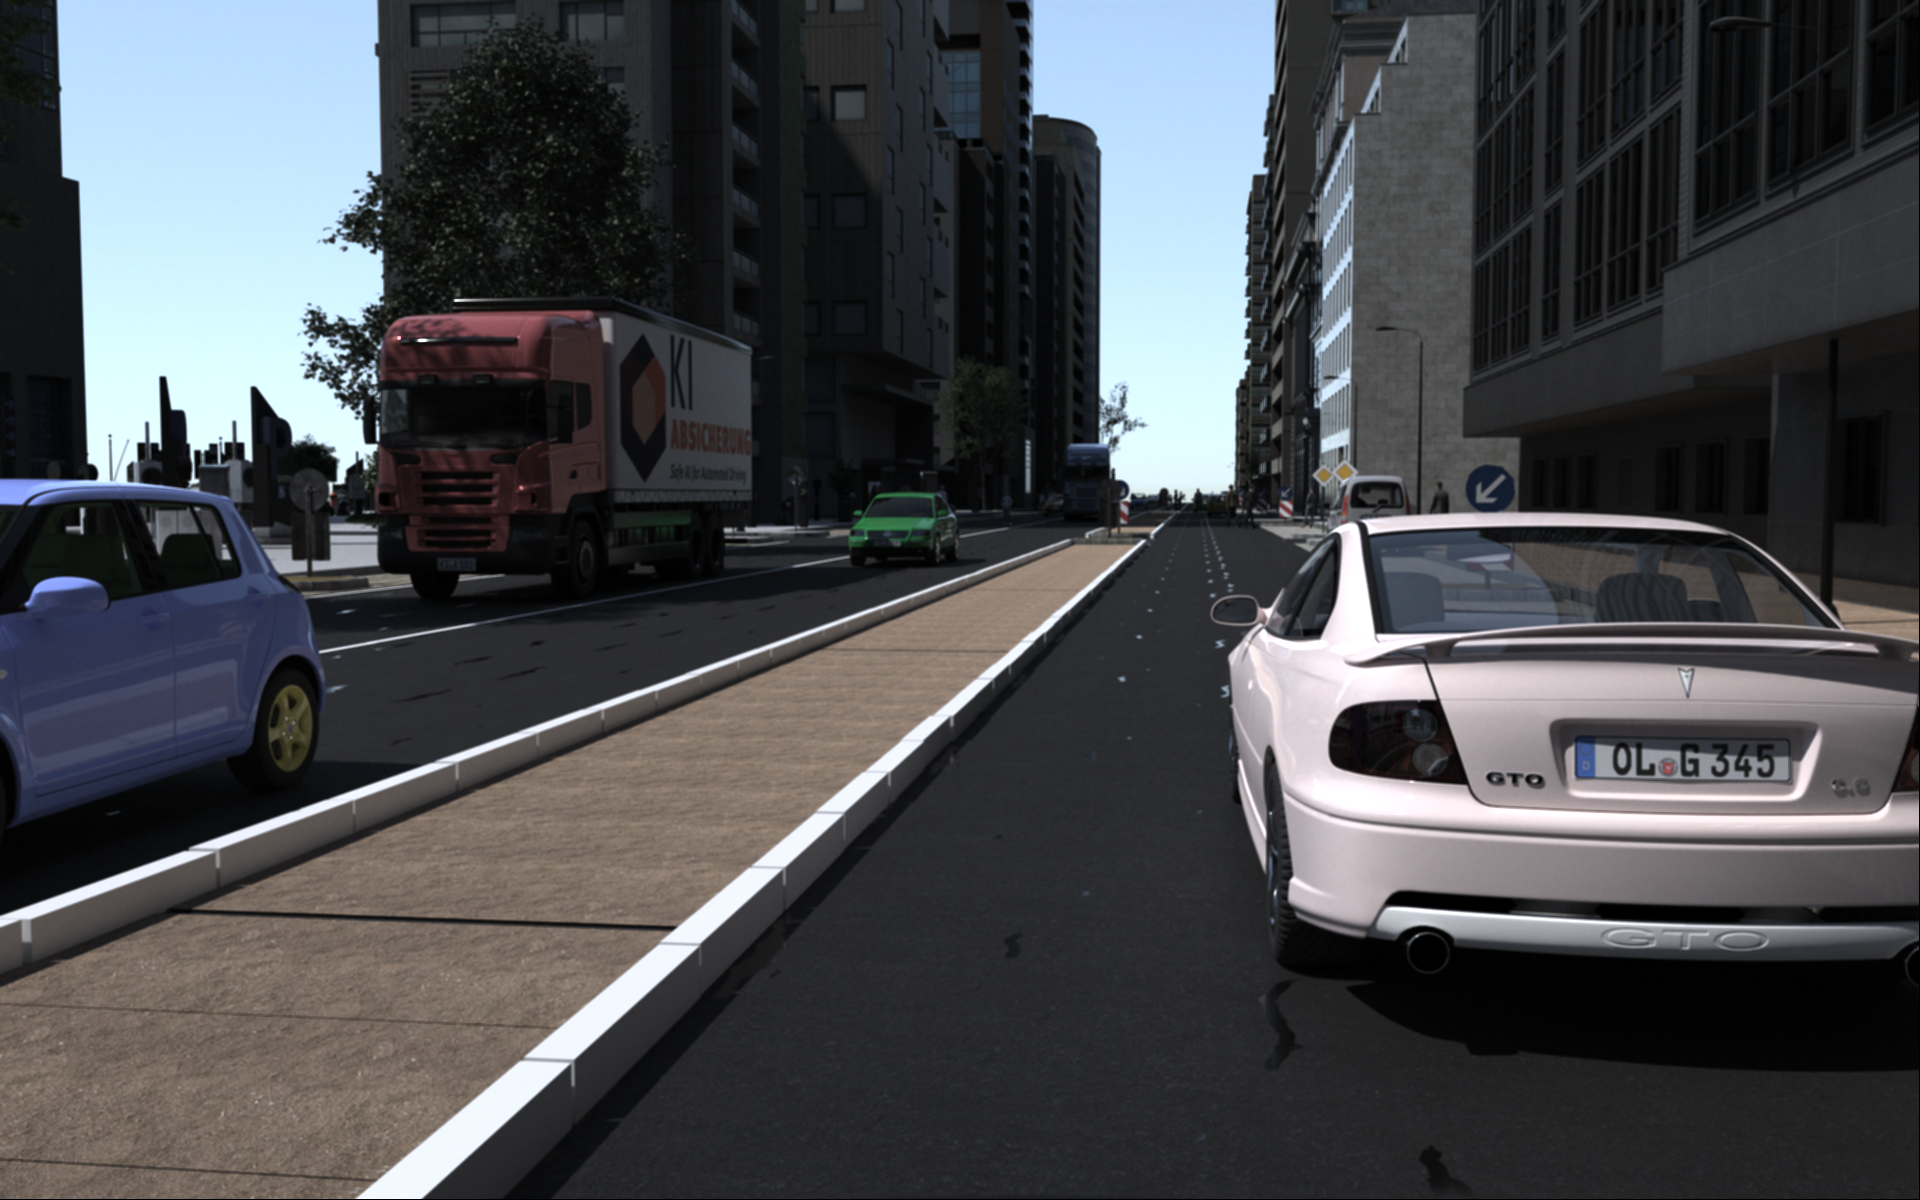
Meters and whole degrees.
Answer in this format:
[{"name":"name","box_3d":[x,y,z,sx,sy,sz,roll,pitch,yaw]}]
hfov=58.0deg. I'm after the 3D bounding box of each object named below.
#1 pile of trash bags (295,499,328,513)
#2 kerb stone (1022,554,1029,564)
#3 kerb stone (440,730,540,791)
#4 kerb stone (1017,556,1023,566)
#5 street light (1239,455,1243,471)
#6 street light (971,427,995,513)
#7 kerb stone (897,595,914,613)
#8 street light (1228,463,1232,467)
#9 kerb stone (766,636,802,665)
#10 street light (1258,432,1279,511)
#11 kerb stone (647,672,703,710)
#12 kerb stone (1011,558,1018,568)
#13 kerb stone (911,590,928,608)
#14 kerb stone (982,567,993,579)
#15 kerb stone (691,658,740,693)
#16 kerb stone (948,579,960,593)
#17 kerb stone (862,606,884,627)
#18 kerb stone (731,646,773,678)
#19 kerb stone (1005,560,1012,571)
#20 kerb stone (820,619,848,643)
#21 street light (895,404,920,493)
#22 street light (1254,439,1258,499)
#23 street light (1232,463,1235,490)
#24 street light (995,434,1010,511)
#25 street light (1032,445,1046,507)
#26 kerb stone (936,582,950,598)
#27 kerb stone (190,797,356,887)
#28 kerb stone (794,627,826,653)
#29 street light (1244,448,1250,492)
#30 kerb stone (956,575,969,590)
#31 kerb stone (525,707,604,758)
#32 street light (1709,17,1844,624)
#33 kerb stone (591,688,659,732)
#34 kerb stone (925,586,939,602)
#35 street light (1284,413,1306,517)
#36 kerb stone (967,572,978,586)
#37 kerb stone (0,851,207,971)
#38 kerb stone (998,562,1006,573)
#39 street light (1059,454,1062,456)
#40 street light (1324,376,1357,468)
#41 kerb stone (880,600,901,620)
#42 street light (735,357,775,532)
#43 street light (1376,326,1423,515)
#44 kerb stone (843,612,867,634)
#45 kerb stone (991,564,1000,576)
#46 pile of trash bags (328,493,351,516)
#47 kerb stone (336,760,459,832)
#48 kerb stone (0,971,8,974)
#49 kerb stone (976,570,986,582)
[{"name":"pile of trash bags","box_3d":[-34.748,-4.870,89.381,3.447,1.369,1.912,2,4,26]},{"name":"kerb stone","box_3d":[1.234,-0.797,35.228,0.120,0.150,1.000,0,4,8]},{"name":"kerb stone","box_3d":[-2.394,0.820,8.801,0.120,0.150,1.000,0,4,8]},{"name":"kerb stone","box_3d":[1.093,-0.735,34.206,0.120,0.150,1.000,0,4,8]},{"name":"street light","box_3d":[33.865,-14.301,206.357,1.470,5.913,1.316,0,4,8]},{"name":"street light","box_3d":[1.478,-9.039,120.333,1.470,5.913,1.316,0,4,8]},{"name":"kerb stone","box_3d":[-0.724,0.075,20.974,0.120,0.150,1.000,0,4,8]},{"name":"street light","box_3d":[40.873,-17.394,256.932,1.470,5.913,1.316,0,4,8]},{"name":"kerb stone","box_3d":[-1.554,0.447,14.884,0.120,0.150,1.000,0,4,8]},{"name":"street light","box_3d":[23.320,-9.617,129.785,1.470,5.913,1.316,0,4,8]},{"name":"kerb stone","box_3d":[-1.973,0.637,11.842,0.120,0.150,1.000,0,4,8]},{"name":"kerb stone","box_3d":[0.951,-0.673,33.193,0.120,0.150,1.000,0,4,8]},{"name":"kerb stone","box_3d":[-0.581,0.012,21.994,0.120,0.150,1.000,0,4,8]},{"name":"kerb stone","box_3d":[0.390,-0.423,29.111,0.120,0.150,1.000,0,4,8]},{"name":"kerb stone","box_3d":[-1.838,0.572,12.855,0.120,0.150,1.000,0,4,8]},{"name":"kerb stone","box_3d":[-0.165,-0.174,25.041,0.120,0.150,1.000,0,4,8]},{"name":"kerb stone","box_3d":[-1.004,0.199,18.945,0.120,0.150,1.000,0,4,8]},{"name":"kerb stone","box_3d":[-1.698,0.509,13.869,0.120,0.150,1.000,0,4,8]},{"name":"kerb stone","box_3d":[0.811,-0.610,32.169,0.120,0.150,1.000,0,4,8]},{"name":"kerb stone","box_3d":[-1.279,0.324,16.912,0.120,0.150,1.000,0,4,8]},{"name":"street light","box_3d":[-2.771,-7.154,89.515,1.470,5.913,1.316,0,4,8]},{"name":"street light","box_3d":[25.403,-10.531,144.716,1.470,5.913,1.316,0,4,8]},{"name":"street light","box_3d":[36.613,-15.509,226.115,1.470,5.913,1.316,0,4,8]},{"name":"street light","box_3d":[3.381,-9.915,134.655,1.470,5.913,1.316,0,4,8]},{"name":"street light","box_3d":[7.524,-11.801,165.487,1.470,5.913,1.316,0,4,8]},{"name":"kerb stone","box_3d":[-0.309,-0.112,24.029,0.120,0.150,1.000,0,4,8]},{"name":"kerb stone","box_3d":[-2.668,0.944,6.767,0.120,0.150,1.000,0,4,8]},{"name":"kerb stone","box_3d":[-1.418,0.385,15.897,0.120,0.150,1.000,0,4,8]},{"name":"street light","box_3d":[29.674,-12.415,175.531,1.470,5.913,1.316,0,4,8]},{"name":"kerb stone","box_3d":[-0.031,-0.236,26.059,0.120,0.150,1.000,0,4,8]},{"name":"kerb stone","box_3d":[-2.259,0.757,9.817,0.120,0.150,1.000,0,4,8]},{"name":"street light","box_3d":[8.004,-2.718,16.985,1.470,5.913,1.316,0,4,8]},{"name":"kerb stone","box_3d":[-2.114,0.695,10.829,0.120,0.150,1.000,0,4,8]},{"name":"kerb stone","box_3d":[-0.440,-0.050,23.015,0.120,0.150,1.000,0,4,8]},{"name":"street light","box_3d":[19.177,-7.732,98.953,1.470,5.913,1.316,0,4,8]},{"name":"kerb stone","box_3d":[0.116,-0.298,27.073,0.120,0.150,1.000,0,4,8]},{"name":"kerb stone","box_3d":[-2.807,1.012,5.754,0.120,0.150,1.000,0,4,8]},{"name":"kerb stone","box_3d":[0.670,-0.548,31.147,0.120,0.150,1.000,0,4,8]},{"name":"street light","box_3d":[11.780,-13.703,196.585,1.470,5.913,1.316,0,4,8]},{"name":"street light","box_3d":[14.995,-5.846,68.126,1.470,5.913,1.316,0,4,8]},{"name":"kerb stone","box_3d":[-0.856,0.137,19.960,0.120,0.150,1.000,0,4,8]},{"name":"street light","box_3d":[-6.932,-5.269,58.685,1.470,5.913,1.316,0,4,8]},{"name":"street light","box_3d":[12.188,-4.614,47.984,1.470,5.913,1.316,0,4,8]},{"name":"kerb stone","box_3d":[-1.138,0.261,17.931,0.120,0.150,1.000,0,4,8]},{"name":"kerb stone","box_3d":[0.529,-0.485,30.132,0.120,0.150,1.000,0,4,8]},{"name":"pile of trash bags","box_3d":[-36.985,-5.656,102.231,1.912,1.369,3.447,-1,4,-20]},{"name":"kerb stone","box_3d":[-2.534,0.884,7.780,0.120,0.150,1.000,0,4,8]},{"name":"kerb stone","box_3d":[-2.955,1.068,4.736,0.120,0.150,1.000,0,4,8]},{"name":"kerb stone","box_3d":[0.253,-0.352,28.087,0.120,0.150,1.000,0,4,8]}]
